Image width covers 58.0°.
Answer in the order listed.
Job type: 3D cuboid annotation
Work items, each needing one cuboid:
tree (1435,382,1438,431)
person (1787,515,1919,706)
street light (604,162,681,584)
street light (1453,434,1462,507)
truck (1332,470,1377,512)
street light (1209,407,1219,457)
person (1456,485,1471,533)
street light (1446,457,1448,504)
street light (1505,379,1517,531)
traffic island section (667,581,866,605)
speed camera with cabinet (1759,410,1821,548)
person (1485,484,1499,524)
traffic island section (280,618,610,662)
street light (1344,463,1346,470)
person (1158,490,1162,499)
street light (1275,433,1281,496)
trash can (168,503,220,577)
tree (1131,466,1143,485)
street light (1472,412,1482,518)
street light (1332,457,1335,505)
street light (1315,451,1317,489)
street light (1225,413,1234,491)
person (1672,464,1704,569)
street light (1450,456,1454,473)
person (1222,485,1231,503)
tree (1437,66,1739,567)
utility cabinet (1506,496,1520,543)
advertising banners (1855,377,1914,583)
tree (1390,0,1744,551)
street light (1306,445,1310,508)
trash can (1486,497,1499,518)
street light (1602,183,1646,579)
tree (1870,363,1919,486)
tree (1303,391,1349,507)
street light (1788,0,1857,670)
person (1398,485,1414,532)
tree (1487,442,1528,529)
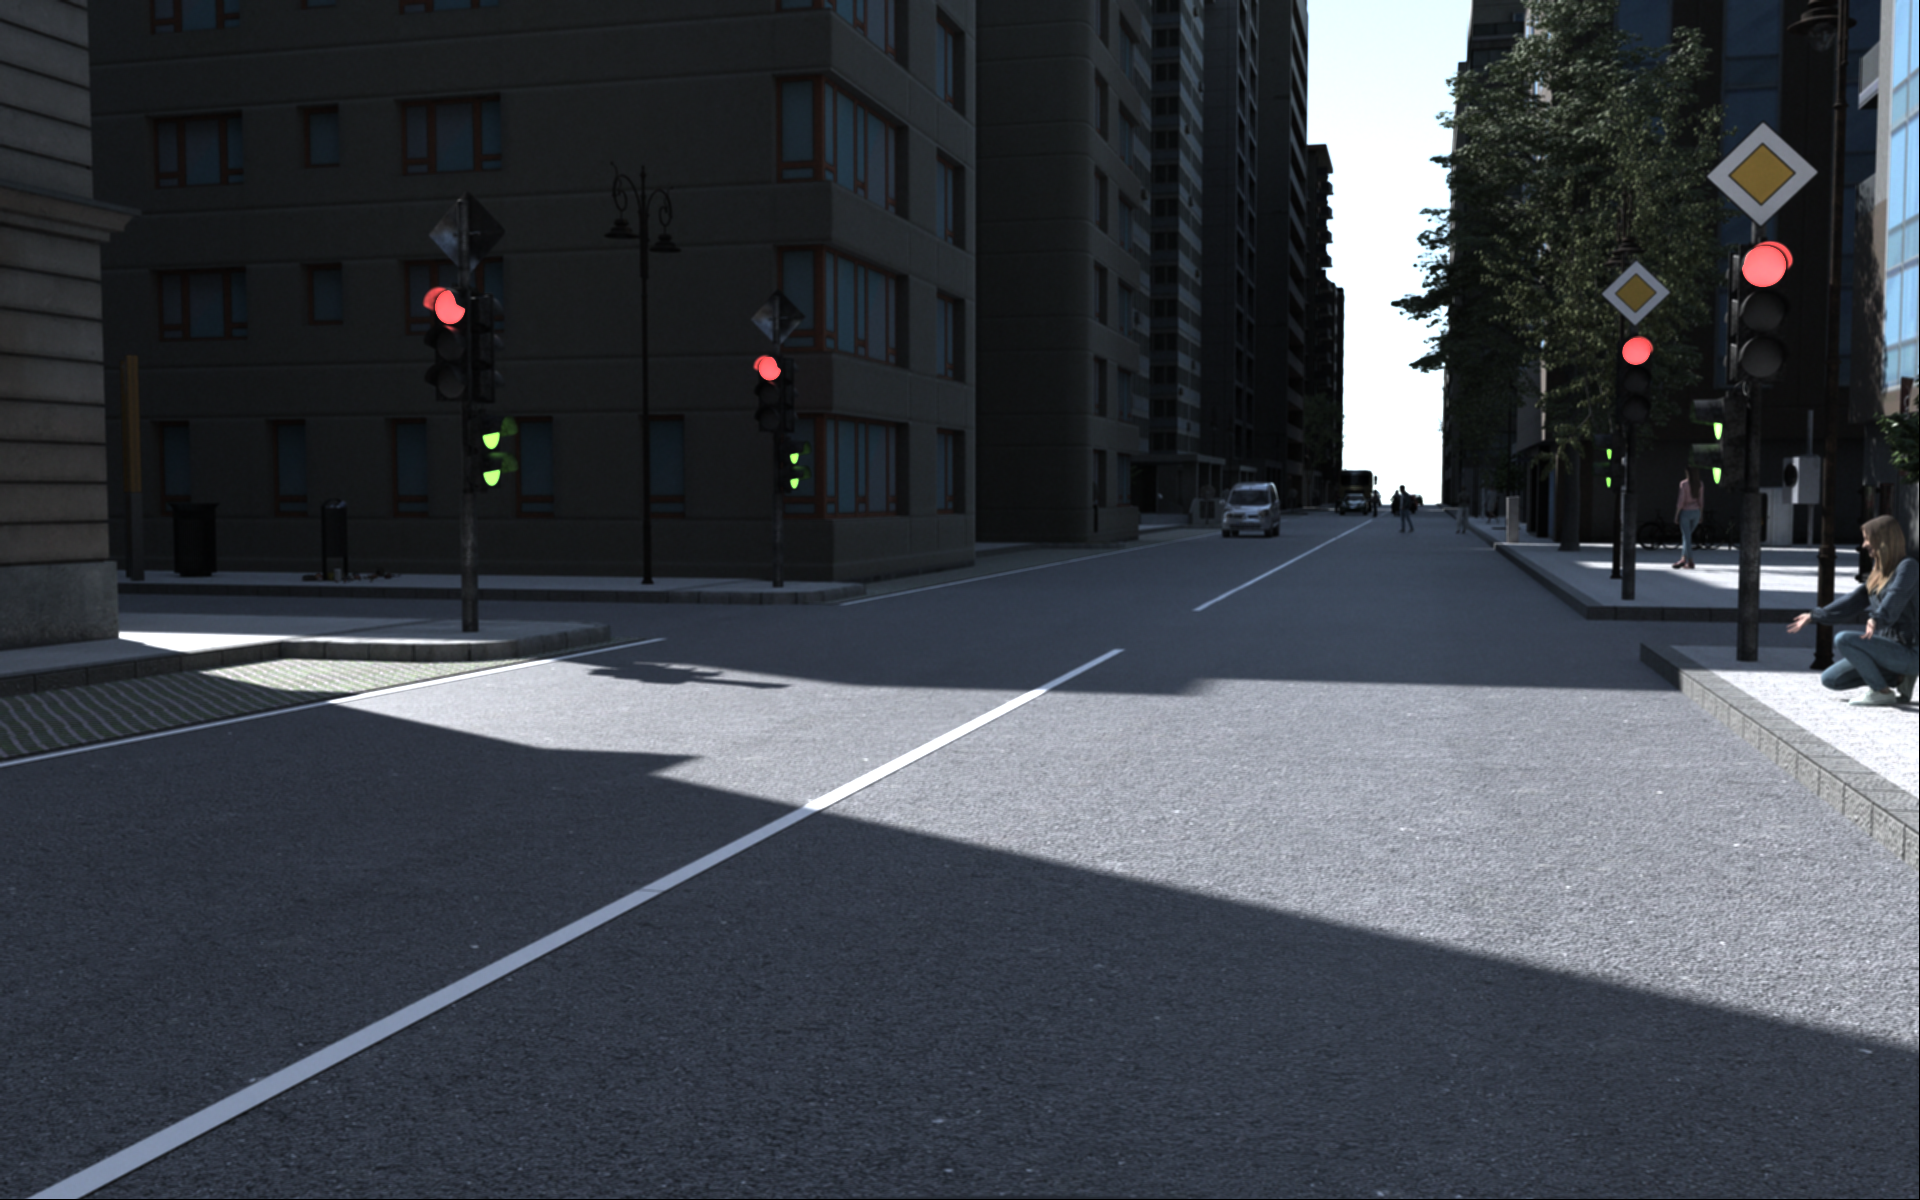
[{"bbox_3d":[26.831,-8.503,89.382,4.737,8.622,4.395,0,3,0],"label":"tree"},{"bbox_3d":[5.527,0.062,10.524,0.738,1.151,1.012,1,4,15],"label":"person"},{"bbox_3d":[-4.455,-3.164,24.522,0.468,5.910,1.993,1,4,15],"label":"street light"},{"bbox_3d":[38.547,-9.831,133.520,0.468,5.910,1.993,1,4,15],"label":"street light"},{"bbox_3d":[32.102,-8.839,140.441,3.469,3.379,9.791,1,4,14],"label":"truck"},{"bbox_3d":[13.294,-7.217,90.785,0.468,5.910,1.993,1,4,15],"label":"street light"},{"bbox_3d":[18.369,-3.314,63.233,0.519,1.759,0.362,0,4,1],"label":"person"},{"bbox_3d":[51.087,-12.686,180.197,0.468,5.910,1.993,1,4,15],"label":"street light"},{"bbox_3d":[18.973,-5.323,59.818,0.468,5.910,1.993,1,4,15],"label":"street light"},{"bbox_3d":[-2.527,-0.098,23.890,2.009,0.180,2.903,1,4,15],"label":"traffic island section"},{"bbox_3d":[19.809,-2.891,41.602,0.660,3.252,2.038,0,4,-5],"label":"speed camera with cabinet"},{"bbox_3d":[22.852,-4.130,74.327,0.466,1.731,0.760,-3,5,-40],"label":"person"},{"bbox_3d":[-4.587,0.373,16.175,2.009,0.180,2.903,1,4,15],"label":"traffic island section"},{"bbox_3d":[54.607,-16.691,245.691,0.468,5.910,1.993,1,4,15],"label":"street light"},{"bbox_3d":[11.172,-5.468,98.041,0.503,1.515,0.523,-2,4,-35],"label":"person"},{"bbox_3d":[24.115,-9.714,131.617,0.468,5.910,1.993,1,4,15],"label":"street light"},{"bbox_3d":[-11.908,-0.936,26.954,0.748,1.137,0.748,0,3,0],"label":"trash can"},{"bbox_3d":[5.615,-4.179,62.935,1.663,3.219,1.824,0,3,0],"label":"tree"},{"bbox_3d":[29.826,-7.803,100.374,0.468,5.910,1.993,1,4,15],"label":"street light"},{"bbox_3d":[45.697,-14.636,212.092,0.468,5.910,1.993,1,4,15],"label":"street light"},{"bbox_3d":[36.764,-12.613,179.003,0.468,5.910,1.993,1,4,15],"label":"street light"},{"bbox_3d":[15.361,-7.688,98.480,0.468,5.910,1.993,1,4,15],"label":"street light"},{"bbox_3d":[12.520,-1.447,29.714,0.555,1.821,0.388,-2,4,-26],"label":"person"},{"bbox_3d":[47.618,-11.883,167.068,0.468,5.910,1.993,1,4,15],"label":"street light"},{"bbox_3d":[14.594,-5.407,94.727,0.678,1.792,0.850,2,4,30],"label":"person"},{"bbox_3d":[11.534,-4.894,30.372,4.737,8.622,4.395,0,3,0],"label":"tree"},{"bbox_3d":[14.497,-2.098,45.464,0.306,1.237,1.020,1,4,15],"label":"utility cabinet"},{"bbox_3d":[13.637,-1.792,25.490,2.074,3.025,0.090,-3,5,-44],"label":"advertising banners"},{"bbox_3d":[13.736,-7.403,39.167,7.486,12.596,7.792,0,3,0],"label":"tree"},{"bbox_3d":[33.110,-11.738,164.706,0.468,5.910,1.993,1,4,15],"label":"street light"},{"bbox_3d":[28.514,-4.959,92.732,0.748,1.137,0.748,0,3,0],"label":"trash can"},{"bbox_3d":[9.952,-3.260,26.092,0.468,5.910,1.993,1,4,15],"label":"street light"},{"bbox_3d":[12.332,-1.671,21.930,1.663,3.219,1.824,0,3,0],"label":"tree"},{"bbox_3d":[34.285,-14.942,170.051,9.928,11.665,9.643,0,3,0],"label":"tree"},{"bbox_3d":[6.329,-2.430,12.514,0.468,5.910,1.993,1,4,15],"label":"street light"},{"bbox_3d":[16.690,-3.436,65.029,0.721,1.781,0.623,-2,4,-28],"label":"person"},{"bbox_3d":[19.911,-4.189,63.099,1.663,3.219,1.824,0,3,0],"label":"tree"}]
